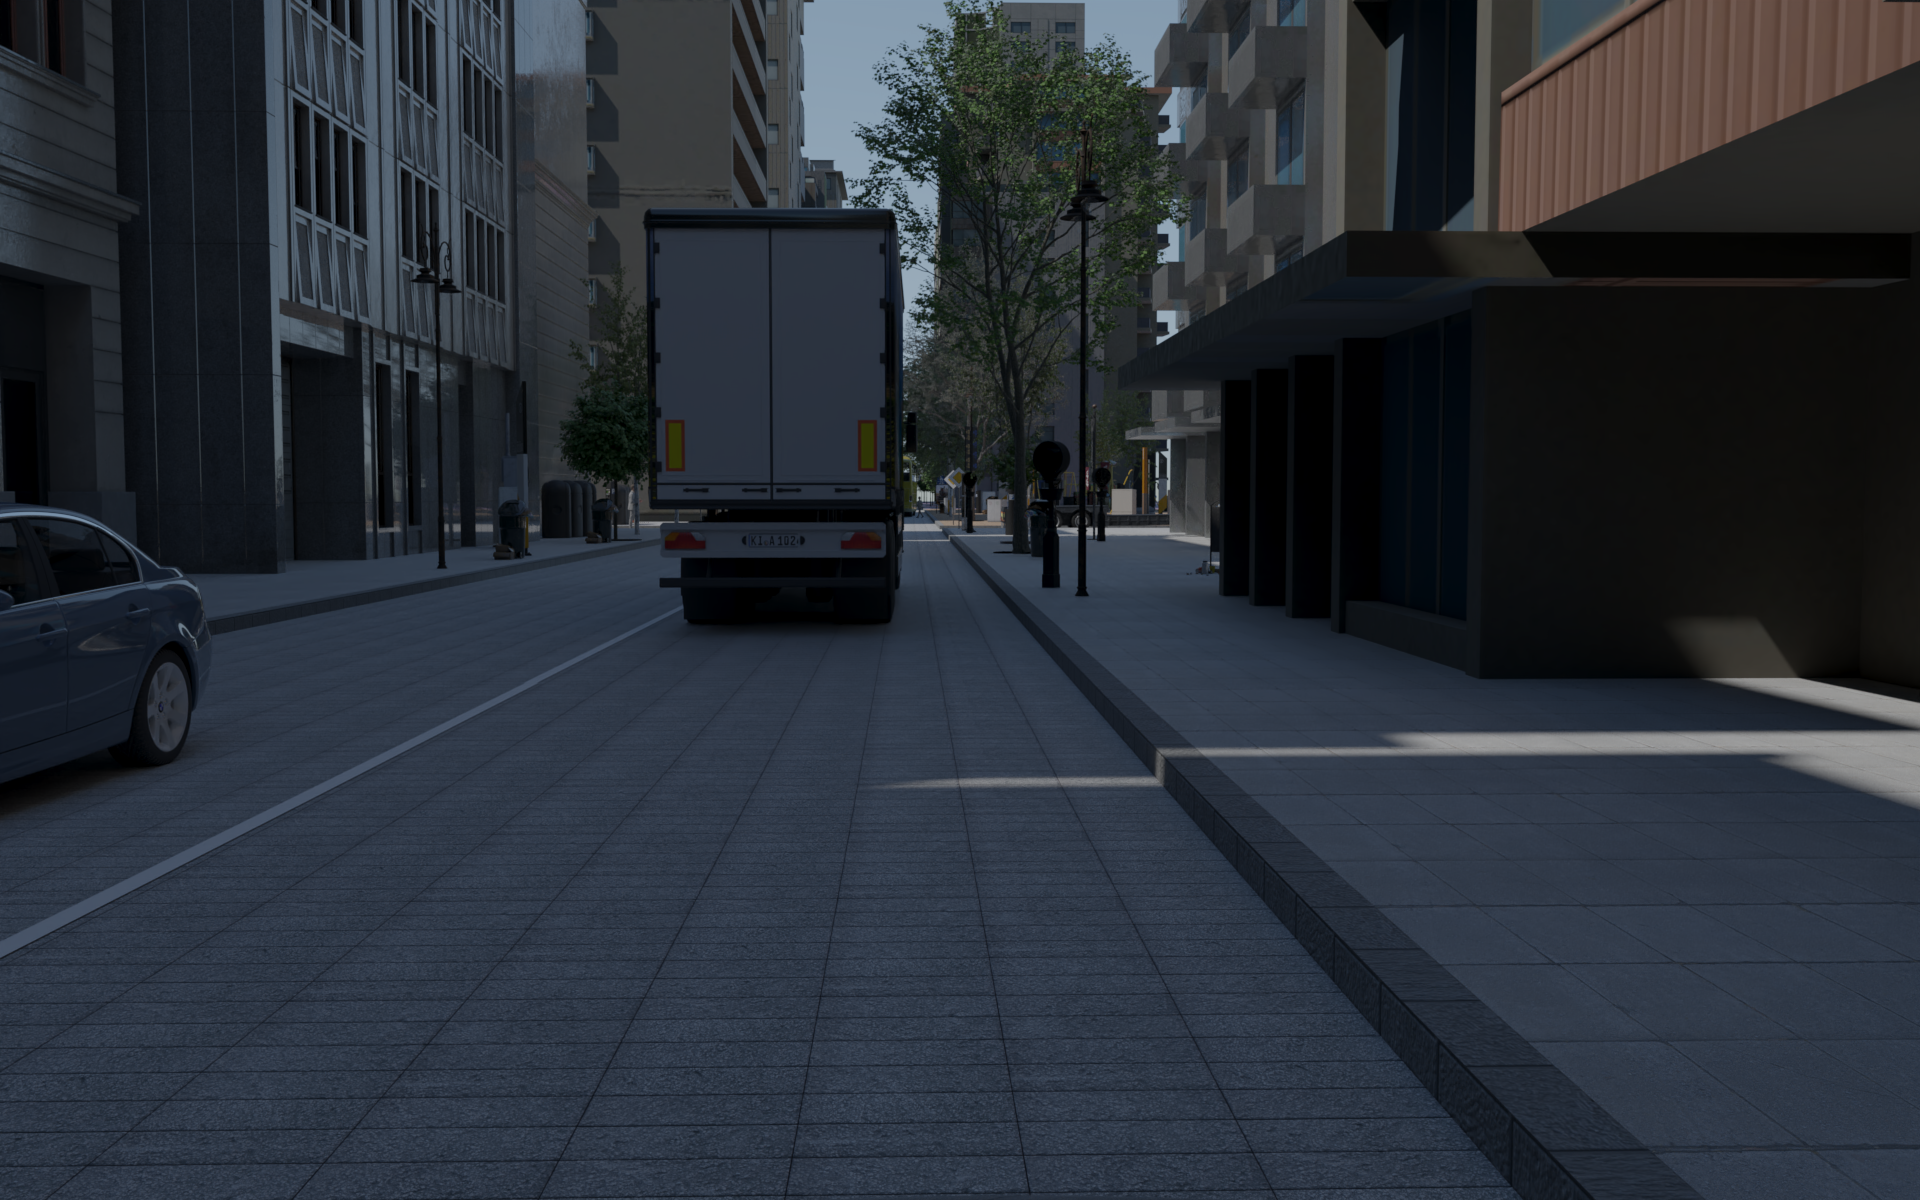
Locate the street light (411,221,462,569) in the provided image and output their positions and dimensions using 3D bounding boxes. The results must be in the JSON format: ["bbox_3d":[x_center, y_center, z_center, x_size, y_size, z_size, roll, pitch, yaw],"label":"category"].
[{"bbox_3d":[-8.912,-3.476,29.621,0.468,5.910,1.993,0,4,-2],"label":"street light"}]

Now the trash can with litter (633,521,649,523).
[{"bbox_3d":[-15.120,-4.042,77.150,2.233,1.210,1.678,2,4,28],"label":"trash can with litter"}]

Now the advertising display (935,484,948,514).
[{"bbox_3d":[-1.162,-6.665,114.181,0.974,1.923,0.123,-1,4,-20],"label":"advertising display"}]

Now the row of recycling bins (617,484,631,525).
[{"bbox_3d":[-14.384,-4.043,73.216,1.069,1.692,3.534,0,4,-7],"label":"row of recycling bins"}]

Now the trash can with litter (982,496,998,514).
[{"bbox_3d":[1.755,-6.062,110.500,0.624,1.170,1.055,-3,4,-36],"label":"trash can with litter"}]

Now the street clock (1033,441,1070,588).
[{"bbox_3d":[1.248,-1.169,23.691,0.471,2.002,0.358,2,4,32],"label":"street clock"}]

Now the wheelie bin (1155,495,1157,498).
[{"bbox_3d":[14.586,-7.644,132.887,0.980,1.594,0.693,-1,4,-11],"label":"wheelie bin"}]

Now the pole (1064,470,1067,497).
[{"bbox_3d":[8.307,-8.730,136.580,0.158,3.312,0.155,0,3,0],"label":"pole"}]

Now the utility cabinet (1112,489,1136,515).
[{"bbox_3d":[7.400,-4.243,78.048,1.173,1.500,0.318,3,5,44],"label":"utility cabinet"}]

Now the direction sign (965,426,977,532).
[{"bbox_3d":[0.370,-4.042,58.088,0.379,3.537,0.876,2,4,26],"label":"direction sign"}]

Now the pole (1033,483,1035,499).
[{"bbox_3d":[6.199,-9.220,144.592,0.158,3.312,0.155,0,3,0],"label":"pole"}]

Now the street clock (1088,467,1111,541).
[{"bbox_3d":[3.831,-2.590,46.919,0.471,2.002,0.358,-1,4,-16],"label":"street clock"}]

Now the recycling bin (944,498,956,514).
[{"bbox_3d":[-0.660,-6.092,112.153,0.722,1.027,0.722,0,4,-3],"label":"recycling bin"}]

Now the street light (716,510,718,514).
[{"bbox_3d":[-10.184,-6.092,72.393,0.468,5.910,1.993,0,4,-2],"label":"street light"}]

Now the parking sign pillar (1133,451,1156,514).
[{"bbox_3d":[11.160,-7.136,105.139,1.447,3.967,1.447,0,4,1],"label":"parking sign pillar"}]

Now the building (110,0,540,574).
[{"bbox_3d":[-17.257,-13.381,36.799,12.078,24.808,19.932,0,4,-2],"label":"building"}]

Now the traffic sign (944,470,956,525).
[{"bbox_3d":[-0.275,-4.172,71.858,0.795,2.450,0.064,0,4,-2],"label":"traffic sign"}]

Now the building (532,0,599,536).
[{"bbox_3d":[-24.978,-15.751,54.796,25.104,27.353,12.463,0,4,-2],"label":"building"}]

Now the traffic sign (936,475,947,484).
[{"bbox_3d":[-1.249,-7.229,118.308,0.768,2.556,0.104,0,4,5],"label":"traffic sign"}]

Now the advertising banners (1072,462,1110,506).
[{"bbox_3d":[7.107,-5.985,94.042,2.074,3.025,0.090,0,4,1],"label":"advertising banners"}]

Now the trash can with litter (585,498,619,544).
[{"bbox_3d":[-9.348,-2.061,45.080,0.624,1.170,1.055,1,4,10],"label":"trash can with litter"}]

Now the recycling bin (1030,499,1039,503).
[{"bbox_3d":[3.643,-4.651,88.595,0.722,1.027,0.722,1,4,15],"label":"recycling bin"}]

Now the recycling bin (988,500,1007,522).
[{"bbox_3d":[1.732,-4.094,79.488,0.722,1.027,0.722,2,4,28],"label":"recycling bin"}]

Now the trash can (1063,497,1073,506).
[{"bbox_3d":[6.360,-5.500,101.579,0.748,1.137,0.748,0,3,0],"label":"trash can"}]

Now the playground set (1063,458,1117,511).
[{"bbox_3d":[10.850,-8.983,133.648,5.637,4.214,5.302,0,4,2],"label":"playground set"}]

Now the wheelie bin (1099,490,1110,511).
[{"bbox_3d":[10.745,-7.402,128.936,0.980,1.594,0.693,3,5,42],"label":"wheelie bin"}]

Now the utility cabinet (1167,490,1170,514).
[{"bbox_3d":[11.078,-4.820,87.488,1.173,1.500,0.318,0,4,2],"label":"utility cabinet"}]

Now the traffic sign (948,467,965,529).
[{"bbox_3d":[-0.040,-3.684,63.876,0.795,2.450,0.064,0,4,-2],"label":"traffic sign"}]

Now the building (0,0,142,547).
[{"bbox_3d":[-18.691,-13.910,14.826,14.401,28.519,23.554,0,4,-2],"label":"building"}]

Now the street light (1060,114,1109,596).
[{"bbox_3d":[1.534,-2.986,21.604,0.468,5.910,1.993,0,4,-2],"label":"street light"}]

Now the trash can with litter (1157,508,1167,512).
[{"bbox_3d":[14.761,-6.936,124.786,1.055,1.170,0.624,-3,5,-39],"label":"trash can with litter"}]

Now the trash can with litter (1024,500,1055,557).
[{"bbox_3d":[1.639,-1.476,35.520,0.624,1.170,1.055,0,4,4],"label":"trash can with litter"}]

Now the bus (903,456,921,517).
[{"bbox_3d":[-4.134,-7.306,111.002,2.896,3.916,12.252,0,4,0],"label":"bus"}]

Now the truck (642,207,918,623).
[{"bbox_3d":[-1.981,-2.060,22.600,2.839,4.237,11.283,0,4,-1],"label":"truck"}]

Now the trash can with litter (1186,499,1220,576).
[{"bbox_3d":[4.707,-1.034,27.957,2.233,1.210,1.678,0,4,1],"label":"trash can with litter"}]

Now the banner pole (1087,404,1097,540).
[{"bbox_3d":[3.697,-3.557,48.168,0.401,3.779,0.863,1,4,15],"label":"banner pole"}]

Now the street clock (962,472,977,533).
[{"bbox_3d":[0.320,-3.188,56.693,0.471,2.002,0.358,0,4,-4],"label":"street clock"}]

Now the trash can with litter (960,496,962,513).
[{"bbox_3d":[0.242,-6.401,116.044,0.624,1.170,1.055,0,4,3],"label":"trash can with litter"}]

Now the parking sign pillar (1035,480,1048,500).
[{"bbox_3d":[6.541,-9.015,135.863,1.447,3.967,1.447,-1,4,-14],"label":"parking sign pillar"}]

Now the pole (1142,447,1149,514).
[{"bbox_3d":[8.083,-5.012,75.785,0.158,3.312,0.155,0,3,0],"label":"pole"}]

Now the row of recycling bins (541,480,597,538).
[{"bbox_3d":[-11.620,-2.732,51.781,1.069,1.692,3.534,0,4,4],"label":"row of recycling bins"}]

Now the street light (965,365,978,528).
[{"bbox_3d":[0.414,-5.482,62.425,0.468,5.910,1.993,0,4,-2],"label":"street light"}]

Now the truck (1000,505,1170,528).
[{"bbox_3d":[11.024,-4.754,67.490,18.799,4.110,2.967,0,4,-2],"label":"truck"}]

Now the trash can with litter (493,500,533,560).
[{"bbox_3d":[-8.834,-1.392,34.139,0.624,1.170,1.055,0,4,0],"label":"trash can with litter"}]

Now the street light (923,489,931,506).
[{"bbox_3d":[-4.288,-15.311,223.121,0.468,5.910,1.993,0,4,-2],"label":"street light"}]
